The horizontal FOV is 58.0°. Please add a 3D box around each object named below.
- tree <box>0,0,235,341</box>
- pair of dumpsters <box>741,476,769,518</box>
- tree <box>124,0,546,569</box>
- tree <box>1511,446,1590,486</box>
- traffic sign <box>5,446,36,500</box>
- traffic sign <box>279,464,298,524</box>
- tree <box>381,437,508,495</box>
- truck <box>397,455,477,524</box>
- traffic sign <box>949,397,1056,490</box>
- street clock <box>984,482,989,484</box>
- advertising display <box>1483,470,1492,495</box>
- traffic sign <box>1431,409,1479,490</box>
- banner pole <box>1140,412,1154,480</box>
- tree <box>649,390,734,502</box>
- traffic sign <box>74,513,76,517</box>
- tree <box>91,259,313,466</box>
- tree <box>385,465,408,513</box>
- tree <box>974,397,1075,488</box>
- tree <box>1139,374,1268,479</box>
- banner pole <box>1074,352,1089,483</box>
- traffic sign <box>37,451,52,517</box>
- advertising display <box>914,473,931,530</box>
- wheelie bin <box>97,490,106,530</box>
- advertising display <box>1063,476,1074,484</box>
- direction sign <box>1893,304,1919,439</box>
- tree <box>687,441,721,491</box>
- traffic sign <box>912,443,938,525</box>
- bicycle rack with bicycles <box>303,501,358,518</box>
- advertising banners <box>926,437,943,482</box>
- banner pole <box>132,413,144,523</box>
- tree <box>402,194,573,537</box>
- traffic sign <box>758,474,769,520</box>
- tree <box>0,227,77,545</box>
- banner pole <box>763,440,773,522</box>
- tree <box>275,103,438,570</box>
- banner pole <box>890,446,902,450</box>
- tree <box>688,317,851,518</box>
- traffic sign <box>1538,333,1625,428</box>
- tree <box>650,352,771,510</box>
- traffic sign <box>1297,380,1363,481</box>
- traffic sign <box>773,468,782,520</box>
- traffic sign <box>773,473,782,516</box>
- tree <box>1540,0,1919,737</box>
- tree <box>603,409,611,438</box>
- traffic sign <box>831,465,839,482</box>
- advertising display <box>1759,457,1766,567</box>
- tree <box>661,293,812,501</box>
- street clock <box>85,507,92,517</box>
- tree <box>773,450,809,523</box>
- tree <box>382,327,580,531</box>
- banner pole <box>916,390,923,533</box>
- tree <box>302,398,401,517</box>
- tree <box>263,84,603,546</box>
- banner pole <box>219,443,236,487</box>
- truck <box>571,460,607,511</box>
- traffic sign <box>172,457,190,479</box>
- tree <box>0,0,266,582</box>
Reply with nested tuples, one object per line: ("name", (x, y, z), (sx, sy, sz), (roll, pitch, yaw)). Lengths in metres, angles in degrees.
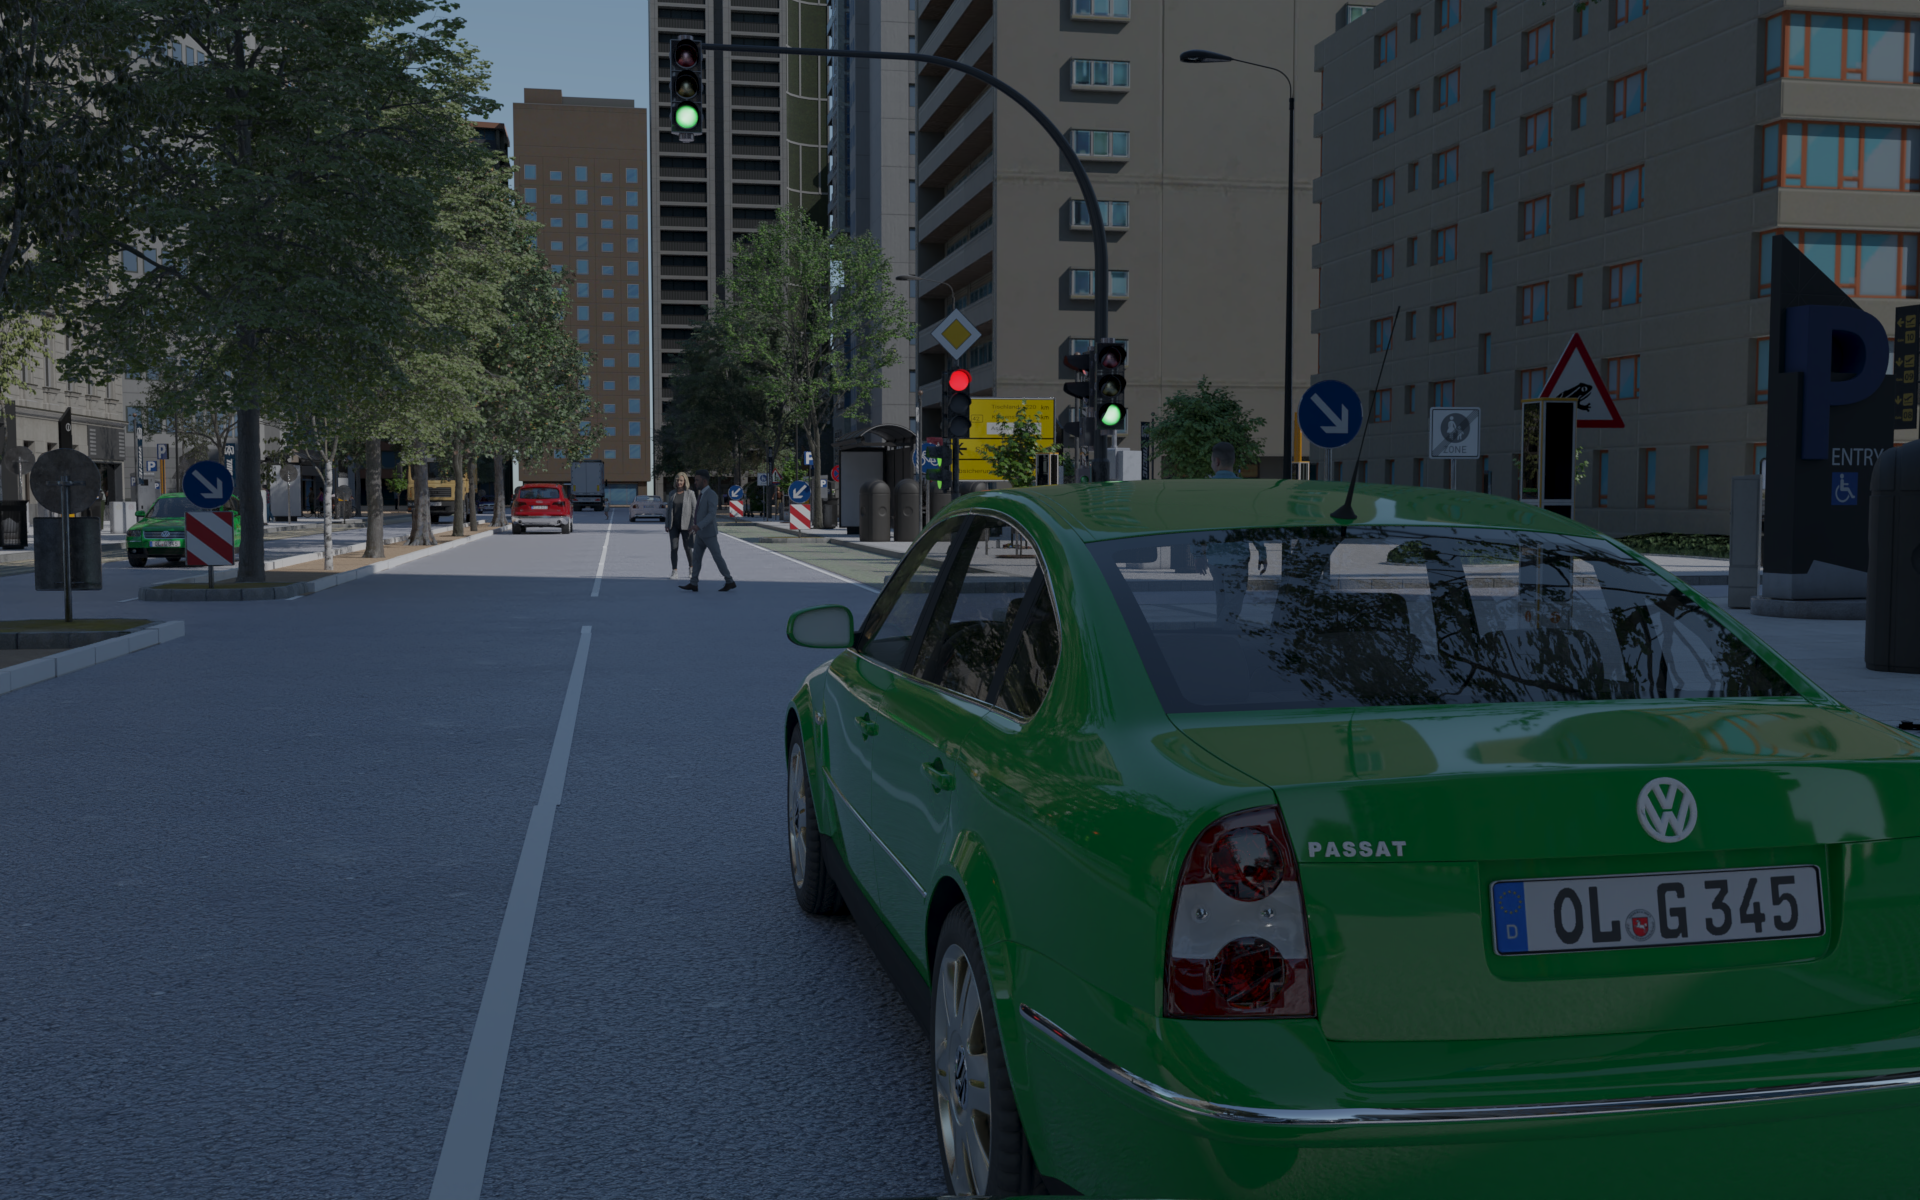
("tree", (-8.394, -3.784, 14.691), (4.360, 8.622, 3.978), (0, 3, 0))
("pair of dumpsters", (-11.314, -5.749, 96.488), (1.574, 2.255, 4.437), (-1, 4, -11))
("tree", (-13.249, -7.223, 38.678), (7.486, 12.596, 7.792), (0, 3, 0))
("tree", (13.443, -2.773, 39.941), (1.663, 3.219, 1.824), (0, 3, 0))
("traffic sign", (-24.845, -2.795, 45.803), (0.768, 2.556, 0.104), (0, 4, -7))
("traffic sign", (-28.574, -4.503, 73.728), (0.768, 2.556, 0.104), (0, 4, -3))
("tree", (-40.413, -13.854, 133.161), (9.857, 13.997, 8.962), (0, 3, 0))
("truck", (-25.550, -5.483, 85.576), (3.469, 3.379, 9.791), (-1, 4, -11))
("traffic sign", (0.883, -2.600, 36.385), (2.265, 3.308, 0.079), (0, 4, -7))
("street clock", (0.905, -3.707, 65.173), (0.358, 2.002, 0.471), (1, 4, 19))
("advertising display", (14.479, -2.590, 47.552), (0.123, 1.923, 0.974), (1, 4, 23))
("traffic sign", (5.827, -1.122, 20.480), (0.606, 2.300, 0.079), (0, 4, -6))
("banner pole", (5.730, -3.837, 52.747), (0.401, 3.779, 0.863), (3, 5, 42))
("tree", (-26.116, -15.508, 170.561), (9.611, 12.733, 9.660), (0, 3, 0))
("traffic sign", (-27.236, -3.128, 53.277), (0.606, 2.300, 0.079), (-1, 4, -9))
("tree", (-28.536, -8.088, 66.659), (7.601, 10.594, 8.767), (1, 4, 11))
("tree", (-38.113, -7.492, 117.097), (1.663, 3.219, 1.824), (0, 3, 0))
("tree", (1.350, -2.451, 34.673), (1.663, 3.219, 1.824), (0, 3, 0))
("tree", (6.614, -3.890, 47.317), (4.285, 4.588, 4.351), (0, 3, 0))
("banner pole", (2.125, -2.469, 30.379), (0.401, 3.779, 0.863), (-1, 4, -16))
("traffic sign", (-27.192, -3.158, 51.747), (0.768, 2.556, 0.104), (0, 4, -4))
("advertising display", (-1.166, -2.997, 54.217), (0.123, 1.923, 0.974), (-3, 4, -37))
("wheelie bin", (-31.166, -3.321, 62.200), (0.980, 1.594, 0.693), (1, 4, 23))
("advertising display", (4.051, -3.426, 61.232), (0.974, 1.923, 0.123), (2, 4, 26))
("direction sign", (11.464, -1.753, 20.658), (0.379, 3.537, 0.876), (-1, 4, -16))
("tree", (-23.993, -12.901, 161.297), (4.360, 8.622, 3.978), (0, 3, 0))
("traffic sign", (-0.800, -2.628, 43.076), (0.768, 2.556, 0.104), (0, 4, -5))
("bicycle rack with bicycles", (-34.045, -4.912, 93.698), (2.925, 0.926, 2.852), (-2, 4, -24))
("advertising banners", (0.006, -3.469, 52.909), (2.074, 3.025, 0.090), (0, 4, -3))
("banner pole", (-25.579, -3.911, 53.958), (0.401, 3.779, 0.863), (0, 4, -6))
("tree", (-16.691, -7.914, 57.606), (9.928, 11.665, 9.643), (0, 3, 0))
("traffic sign", (-9.589, -5.047, 84.650), (0.606, 2.300, 0.079), (0, 4, -2))
("tree", (-24.010, -5.642, 42.605), (4.737, 8.622, 4.395), (0, 3, 0))
("banner pole", (-8.814, -5.506, 80.037), (0.401, 3.779, 0.863), (1, 4, 18))
("tree", (-11.892, -4.869, 32.424), (4.360, 8.622, 3.978), (0, 3, 0))
("banner pole", (-2.609, -4.903, 70.185), (0.863, 3.779, 0.401), (2, 4, 28))
("tree", (-10.012, -9.545, 90.475), (8.767, 10.594, 7.601), (0, 4, -7))
("traffic sign", (4.955, -0.859, 14.052), (0.884, 2.594, 0.081), (-1, 4, -10))
("tree", (-19.391, -14.015, 139.518), (12.009, 13.543, 11.850), (0, 3, 0))
("traffic sign", (4.122, -1.181, 19.412), (0.768, 2.556, 0.104), (-1, 4, -9))
("traffic sign", (-9.056, -5.199, 85.004), (0.884, 2.594, 0.081), (0, 4, -7))
("traffic sign", (-10.748, -6.177, 101.094), (0.768, 2.556, 0.104), (-1, 4, -9))
("tree", (5.388, -5.073, 8.699), (9.928, 11.665, 9.643), (0, 3, 0))
("tree", (-20.123, -9.533, 75.321), (9.611, 12.733, 9.660), (0, 3, 0))
("traffic sign", (-5.210, -4.596, 75.243), (0.768, 2.556, 0.104), (-1, 4, -11))
("advertising display", (14.417, -1.527, 30.181), (0.123, 1.923, 0.974), (-3, 4, -39))
("tree", (-14.235, -12.521, 111.371), (9.857, 13.997, 8.962), (0, 3, 0))
("street clock", (-27.470, -3.058, 54.574), (0.471, 2.002, 0.358), (-1, 4, -11))
("tree", (-7.500, -4.970, 75.862), (1.663, 3.219, 1.824), (0, 3, 0))
("tree", (-18.640, -7.915, 66.272), (8.767, 10.594, 7.601), (-1, 4, -11))
("banner pole", (-0.993, -3.159, 41.668), (0.401, 3.779, 0.863), (1, 4, 9))
("tree", (-33.536, -11.380, 96.425), (12.009, 13.543, 11.850), (0, 3, 0))
("tree", (-14.983, -7.853, 47.868), (9.611, 12.733, 9.660), (0, 3, 0))
("banner pole", (-31.634, -5.176, 74.645), (0.863, 3.779, 0.401), (-2, 4, -26))
("truck", (-31.386, -9.636, 146.459), (2.839, 4.237, 11.283), (-1, 4, -10))
("traffic sign", (-27.166, -3.713, 60.708), (0.884, 2.594, 0.081), (0, 4, -6))
("tree", (-10.961, -6.469, 26.359), (7.486, 12.596, 7.792), (0, 3, 0))
